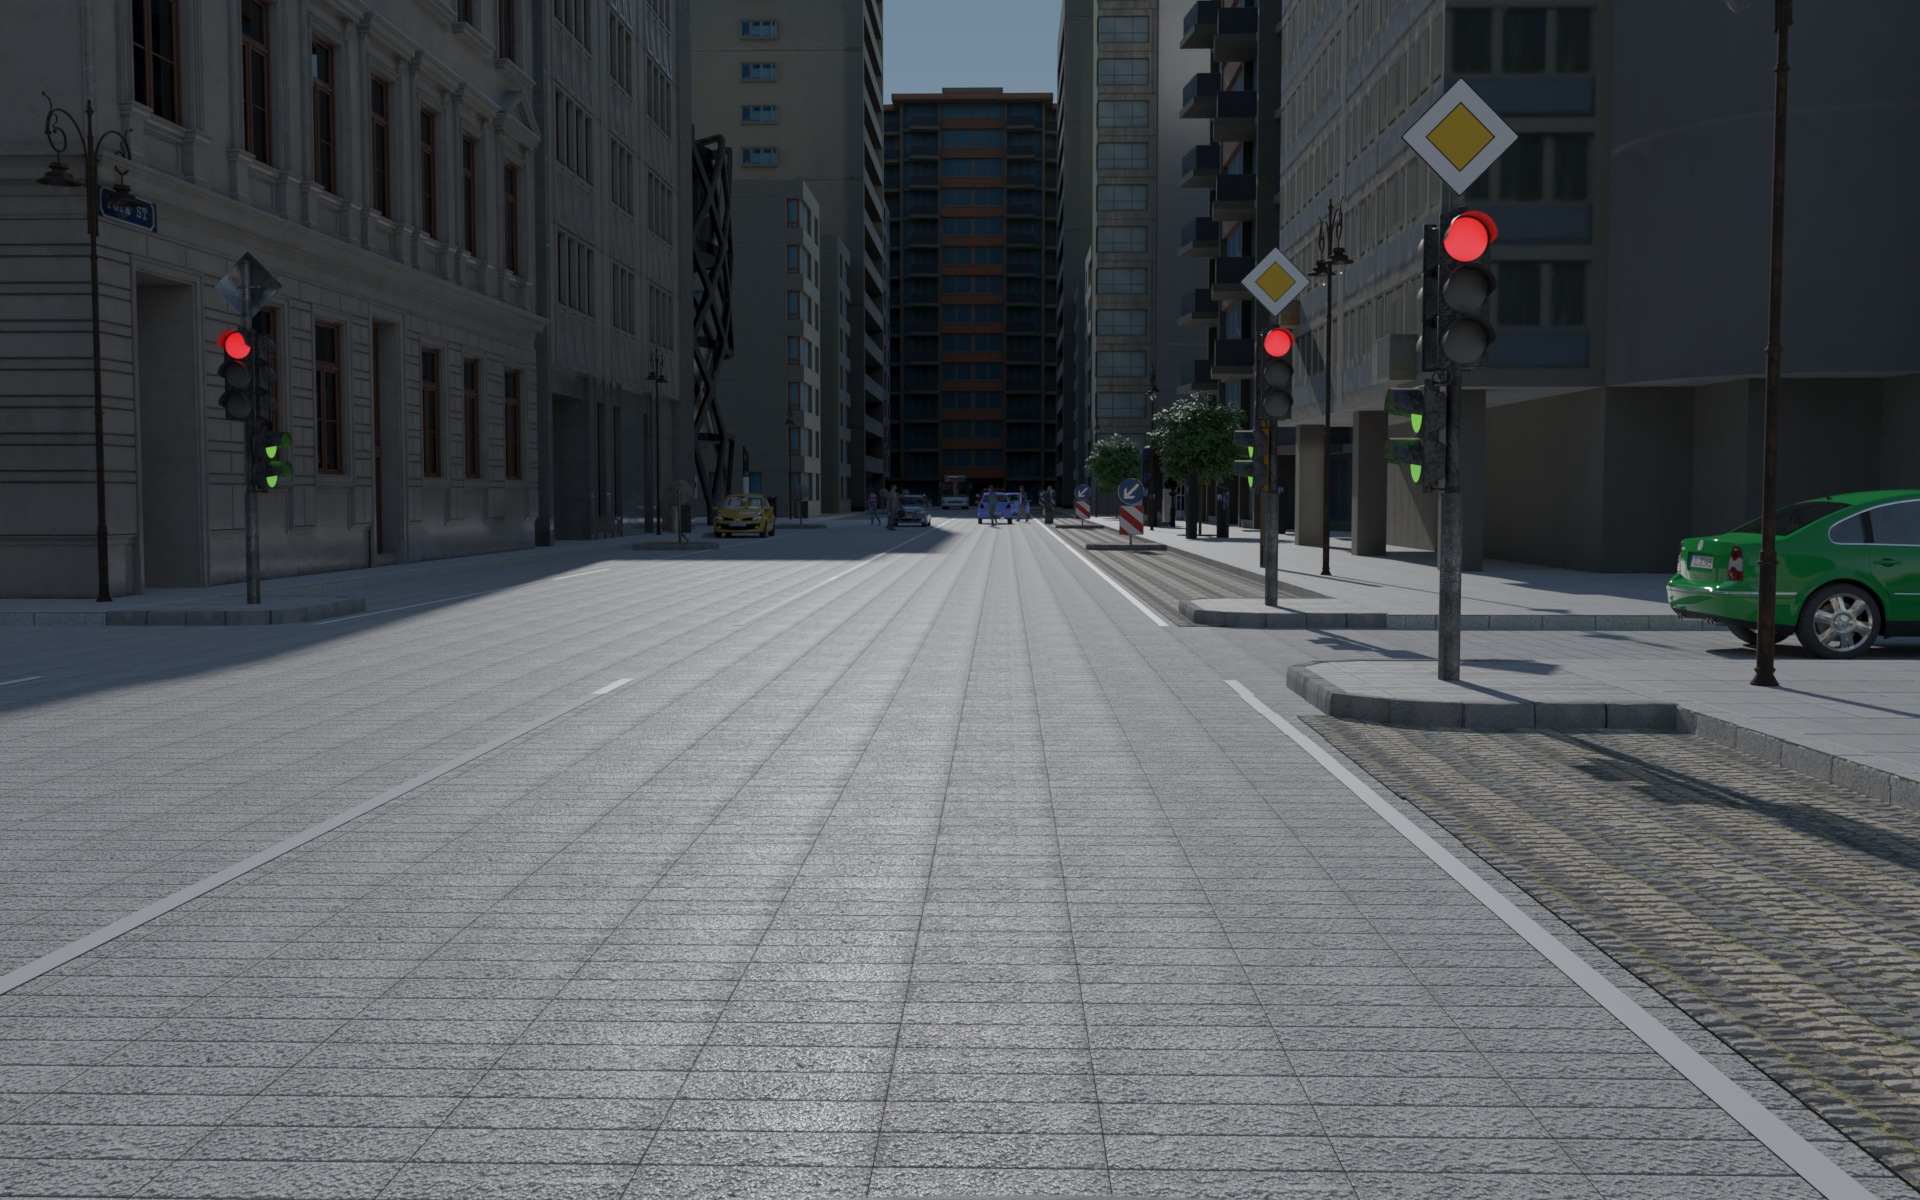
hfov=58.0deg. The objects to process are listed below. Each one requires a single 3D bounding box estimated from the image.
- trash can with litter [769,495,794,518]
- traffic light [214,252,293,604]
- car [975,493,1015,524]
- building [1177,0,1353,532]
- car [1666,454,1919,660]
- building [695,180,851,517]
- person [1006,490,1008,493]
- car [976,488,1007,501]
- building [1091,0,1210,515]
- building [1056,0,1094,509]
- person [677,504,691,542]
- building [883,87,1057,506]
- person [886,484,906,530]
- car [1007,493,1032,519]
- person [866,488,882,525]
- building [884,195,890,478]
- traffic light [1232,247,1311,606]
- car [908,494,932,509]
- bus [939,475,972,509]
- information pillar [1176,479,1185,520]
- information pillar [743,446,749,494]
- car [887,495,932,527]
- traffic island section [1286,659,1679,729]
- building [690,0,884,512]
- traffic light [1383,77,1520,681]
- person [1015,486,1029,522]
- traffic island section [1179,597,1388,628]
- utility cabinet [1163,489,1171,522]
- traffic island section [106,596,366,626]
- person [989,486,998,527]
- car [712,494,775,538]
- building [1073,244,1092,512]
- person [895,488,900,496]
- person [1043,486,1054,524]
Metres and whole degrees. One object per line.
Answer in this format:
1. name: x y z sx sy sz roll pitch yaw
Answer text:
1. trash can with litter: -9.893 -5.037 93.404 2.233 1.210 1.678 3 4 38
2. traffic light: -8.240 -1.909 20.132 0.839 4.253 0.868 0 4 1
3. car: 1.702 -4.580 84.467 1.945 1.707 3.694 0 4 0
4. building: 20.524 -25.388 69.724 22.147 44.769 28.867 0 4 1
5. car: 8.959 -0.420 15.657 4.718 1.807 1.959 0 4 2
6. building: -22.072 -16.222 110.271 27.650 21.520 28.899 0 4 1
7. person: 4.028 -8.548 148.284 1.348 1.821 0.705 2 4 34
8. car: 2.161 -6.273 111.233 2.281 1.827 5.304 0 4 0
9. building: 15.547 -26.218 112.254 14.154 41.232 14.086 0 4 1
10. building: 19.834 -32.732 158.864 21.300 48.544 21.600 0 4 1
11. person: -7.563 -2.041 46.886 0.505 1.210 0.382 -3 5 -45
12. building: 0.719 -32.717 189.548 28.867 44.769 22.147 0 4 1
13. person: -2.617 -3.652 68.330 0.853 1.813 0.709 2 4 26
14. car: 3.229 -5.600 101.150 1.945 1.707 3.694 0 4 3
15. person: -3.949 -4.267 79.101 0.643 1.720 0.563 2 4 29
16. building: -13.779 -23.984 163.840 14.107 30.474 14.160 0 4 1
17. traffic light: 3.567 -1.891 19.844 0.839 4.253 0.868 0 4 1
18. car: -2.689 -5.832 105.139 2.009 1.686 4.222 0 4 1
19. bus: -0.441 -10.334 163.821 2.948 3.499 13.247 0 4 0
20. information pillar: 10.962 -4.992 86.108 0.304 2.012 0.304 3 5 44
21. information pillar: -10.374 -5.659 83.884 0.183 3.616 0.504 1 4 19
22. car: -2.237 -3.987 77.187 2.014 1.417 4.499 0 4 2
23. traffic island section: 3.401 0.630 11.974 2.009 0.180 2.903 0 4 1
24. building: -17.331 -31.301 135.477 21.300 48.544 21.600 0 4 1
25. traffic light: 3.361 -1.403 11.861 0.839 4.253 0.868 0 4 1
26. person: 3.154 -4.827 87.413 0.713 1.824 0.794 -1 4 -21
27. traffic island section: 3.607 0.142 19.957 2.009 0.180 2.903 0 4 1
28. utility cabinet: 8.515 -3.815 71.061 0.318 1.500 1.173 0 4 5
29. traffic island section: -8.280 0.123 20.268 2.009 0.180 2.903 0 4 1
30. person: 1.432 -4.054 75.129 0.444 1.785 0.601 3 5 42
31. car: -7.179 -2.909 57.793 2.015 1.641 3.980 0 3 0
32. building: 23.246 -17.681 134.117 27.650 21.520 28.899 0 4 1
33. person: -4.428 -6.828 120.151 1.348 1.823 0.705 -1 4 -12
34. person: 4.172 -4.486 82.067 0.699 1.804 1.509 1 4 11
